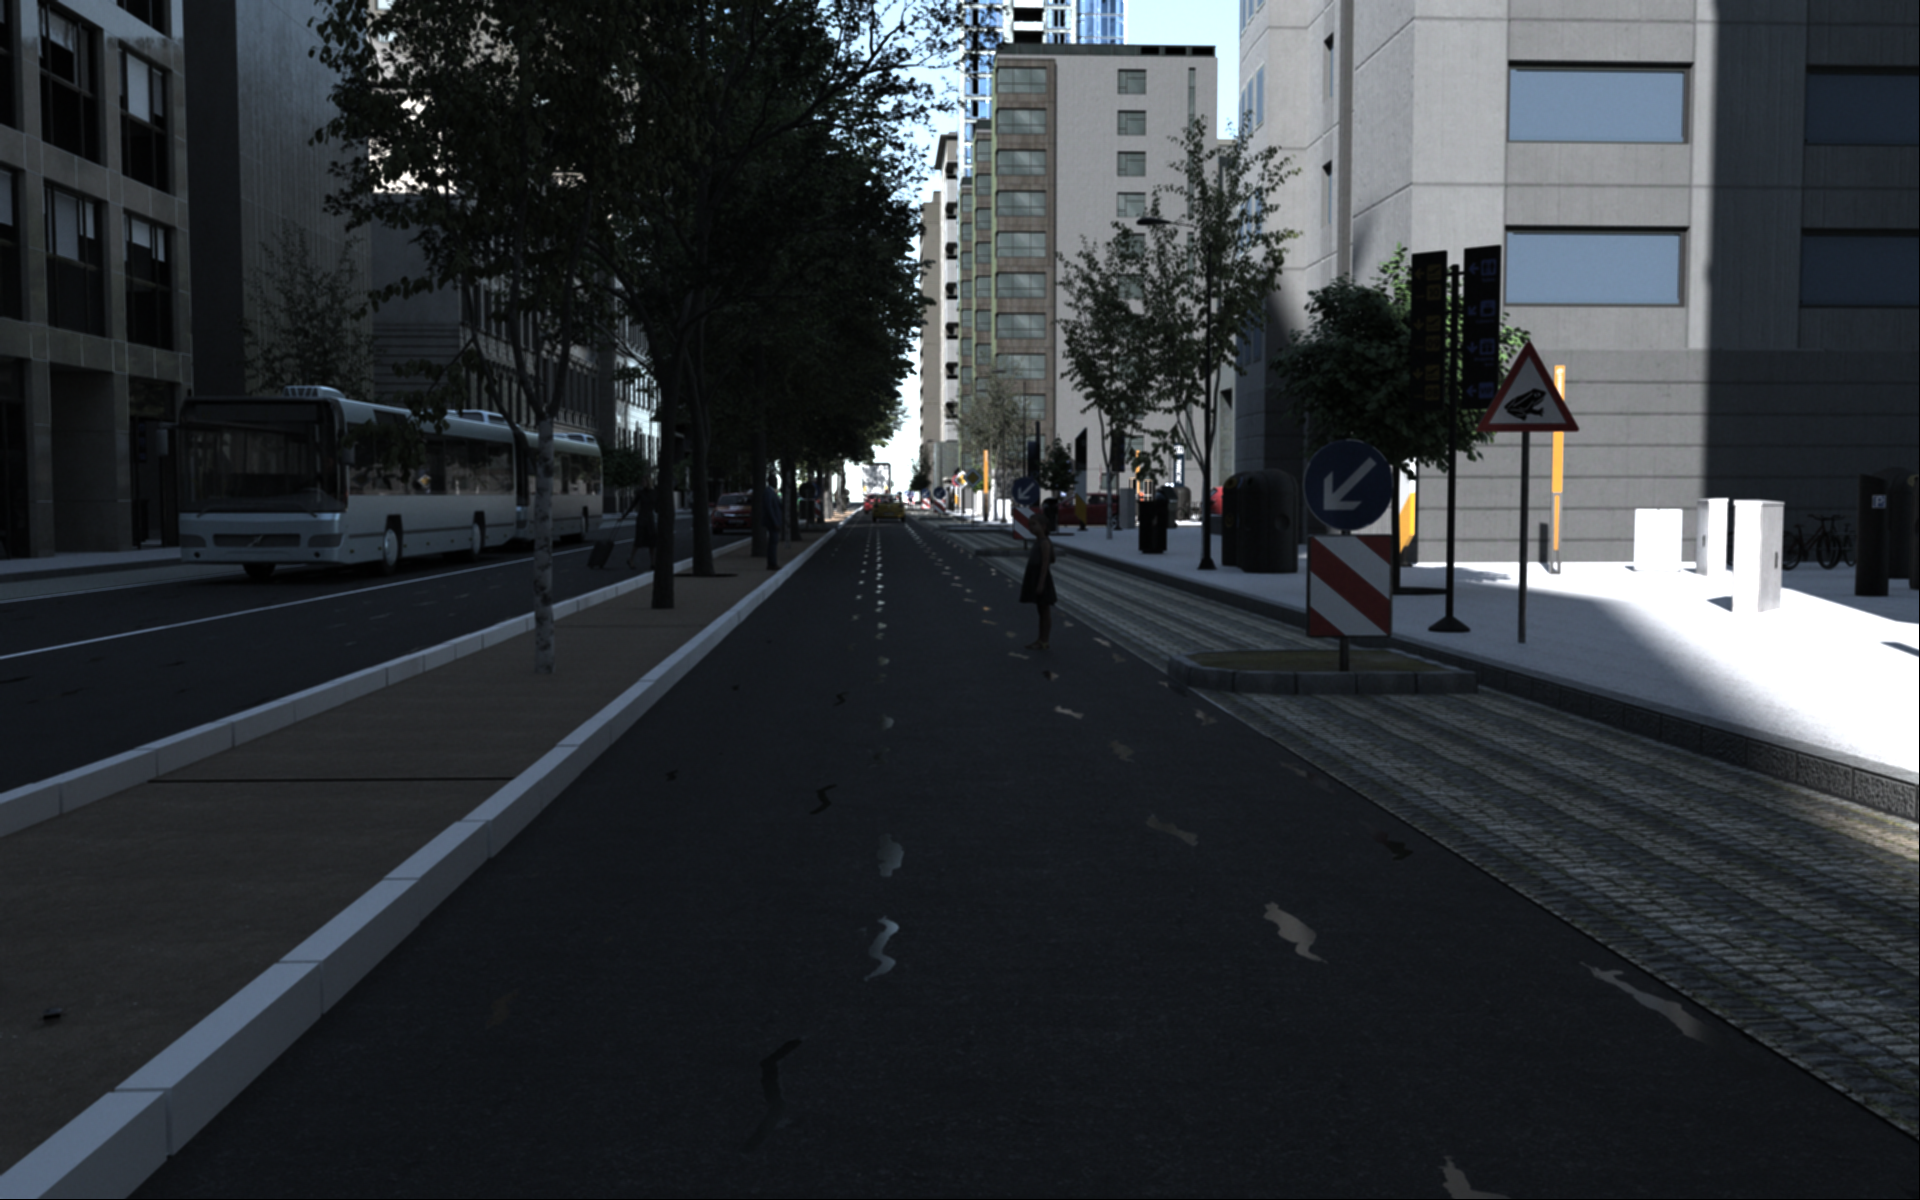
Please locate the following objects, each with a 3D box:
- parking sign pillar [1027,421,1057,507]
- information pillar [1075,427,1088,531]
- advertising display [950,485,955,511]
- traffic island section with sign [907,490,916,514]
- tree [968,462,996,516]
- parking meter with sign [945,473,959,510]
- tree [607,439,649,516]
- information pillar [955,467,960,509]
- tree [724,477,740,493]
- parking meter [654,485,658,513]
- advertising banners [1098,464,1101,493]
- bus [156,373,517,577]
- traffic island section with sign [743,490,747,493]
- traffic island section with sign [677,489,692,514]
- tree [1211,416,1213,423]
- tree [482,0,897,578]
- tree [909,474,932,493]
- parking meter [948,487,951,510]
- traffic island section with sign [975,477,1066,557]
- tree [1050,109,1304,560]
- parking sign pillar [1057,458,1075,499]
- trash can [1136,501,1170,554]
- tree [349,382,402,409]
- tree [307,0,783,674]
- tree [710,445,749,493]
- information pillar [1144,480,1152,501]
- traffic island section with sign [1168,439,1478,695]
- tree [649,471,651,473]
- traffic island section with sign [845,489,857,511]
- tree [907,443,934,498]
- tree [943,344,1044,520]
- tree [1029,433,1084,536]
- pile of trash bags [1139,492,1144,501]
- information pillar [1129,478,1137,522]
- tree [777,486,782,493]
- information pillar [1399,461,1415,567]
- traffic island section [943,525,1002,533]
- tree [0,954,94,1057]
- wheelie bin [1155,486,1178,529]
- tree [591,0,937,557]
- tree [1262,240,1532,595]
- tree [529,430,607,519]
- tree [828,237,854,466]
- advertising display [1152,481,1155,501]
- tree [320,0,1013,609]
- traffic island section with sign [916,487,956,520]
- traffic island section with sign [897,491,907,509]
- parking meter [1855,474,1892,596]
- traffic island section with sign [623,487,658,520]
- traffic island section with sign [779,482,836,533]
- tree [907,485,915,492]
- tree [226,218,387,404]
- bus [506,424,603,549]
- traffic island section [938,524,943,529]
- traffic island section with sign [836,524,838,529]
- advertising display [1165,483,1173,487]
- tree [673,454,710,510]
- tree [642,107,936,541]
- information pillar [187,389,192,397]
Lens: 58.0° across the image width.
[{"bbox_3d":[2.721,-4.581,63.365,1.447,3.967,1.447,0,4,1],"label":"parking sign pillar"},{"bbox_3d":[4.239,-4.234,60.574,0.504,3.616,0.183,-3,4,-38],"label":"information pillar"},{"bbox_3d":[-0.540,-7.516,128.093,0.123,1.923,0.974,-1,4,-15],"label":"advertising display"},{"bbox_3d":[-2.551,-6.930,121.930,1.989,1.847,2.006,0,4,-3],"label":"traffic island section with sign"},{"bbox_3d":[1.138,-6.416,99.508,1.663,3.219,1.824,0,3,0],"label":"tree"},{"bbox_3d":[-0.925,-8.915,142.017,1.738,3.016,0.543,0,4,-3],"label":"parking meter with sign"},{"bbox_3d":[-19.330,-6.523,90.364,4.285,4.588,4.351,0,3,0],"label":"tree"},{"bbox_3d":[-0.233,-9.519,146.984,0.504,3.616,0.183,-2,4,-33],"label":"information pillar"},{"bbox_3d":[-25.615,-12.463,198.368,1.663,3.219,1.824,0,3,0],"label":"tree"},{"bbox_3d":[-20.154,-6.682,114.962,0.255,1.863,0.399,0,4,-7],"label":"parking meter"},{"bbox_3d":[8.096,-6.389,100.645,0.090,3.025,2.074,0,4,1],"label":"advertising banners"},{"bbox_3d":[-11.198,-2.322,32.832,2.948,3.499,13.247,0,4,-2],"label":"bus"},{"bbox_3d":[-21.152,-9.954,171.380,1.989,1.847,2.006,0,4,-3],"label":"traffic island section with sign"},{"bbox_3d":[-18.785,-6.917,121.723,1.989,1.847,2.006,0,4,-3],"label":"traffic island section with sign"},{"bbox_3d":[17.001,-9.463,105.082,4.360,8.622,3.978,0,3,0],"label":"tree"},{"bbox_3d":[-4.556,-6.208,29.716,9.928,11.665,9.643,0,3,0],"label":"tree"},{"bbox_3d":[-5.683,-16.187,248.371,4.285,4.588,4.351,0,3,0],"label":"tree"},{"bbox_3d":[-0.703,-7.969,135.997,0.399,1.863,0.255,-2,4,-29],"label":"parking meter"},{"bbox_3d":[1.363,-1.933,40.236,1.989,1.847,2.006,0,4,-3],"label":"traffic island section with sign"},{"bbox_3d":[4.565,-5.073,33.298,4.737,8.622,4.395,0,3,0],"label":"tree"},{"bbox_3d":[5.789,-6.595,96.306,1.447,3.967,1.447,1,4,21],"label":"parking sign pillar"},{"bbox_3d":[4.171,-1.577,37.441,0.748,1.137,0.748,0,3,0],"label":"trash can"},{"bbox_3d":[-17.537,-4.095,50.670,4.285,4.588,4.351,0,3,0],"label":"tree"},{"bbox_3d":[-3.360,-3.728,13.770,4.737,8.622,4.395,0,3,0],"label":"tree"},{"bbox_3d":[-23.358,-13.860,176.975,4.360,8.622,3.978,0,3,0],"label":"tree"},{"bbox_3d":[9.912,-5.306,91.241,0.304,2.012,0.304,-3,4,-36],"label":"information pillar"},{"bbox_3d":[2.653,-0.282,13.234,1.989,1.847,2.006,0,4,-3],"label":"traffic island section with sign"},{"bbox_3d":[-20.003,-7.269,102.559,4.285,4.588,4.351,0,3,0],"label":"tree"},{"bbox_3d":[-9.709,-8.513,147.320,2.006,1.907,1.989,0,4,-3],"label":"traffic island section with sign"},{"bbox_3d":[-5.310,-17.824,241.780,4.737,8.622,4.395,0,3,0],"label":"tree"},{"bbox_3d":[1.472,-8.234,84.995,4.360,8.622,3.978,0,3,0],"label":"tree"},{"bbox_3d":[3.166,-3.635,54.040,1.663,3.219,1.824,0,3,0],"label":"tree"},{"bbox_3d":[8.823,-5.252,95.622,3.447,1.369,1.912,3,5,44],"label":"pile of trash bags"},{"bbox_3d":[7.928,-4.579,79.356,0.304,2.012,0.304,-1,4,-19],"label":"information pillar"},{"bbox_3d":[-30.091,-18.394,295.342,1.663,3.219,1.824,0,3,0],"label":"tree"},{"bbox_3d":[7.869,-2.393,30.480,0.183,3.616,0.504,-1,4,-10],"label":"information pillar"},{"bbox_3d":[0.506,-2.608,64.929,2.009,0.180,2.903,0,4,-3],"label":"traffic island section"},{"bbox_3d":[-3.044,-5.598,4.352,12.009,13.543,11.850,0,3,0],"label":"tree"},{"bbox_3d":[7.666,-3.466,64.585,0.693,1.594,0.980,3,5,44],"label":"wheelie bin"},{"bbox_3d":[-4.409,-7.212,38.495,7.486,12.596,7.792,0,3,0],"label":"tree"},{"bbox_3d":[5.700,-2.382,22.666,4.285,4.588,4.351,0,3,0],"label":"tree"},{"bbox_3d":[-19.101,-5.850,79.363,4.285,4.588,4.351,0,3,0],"label":"tree"},{"bbox_3d":[-4.526,-5.634,44.932,4.737,8.622,4.395,0,3,0],"label":"tree"},{"bbox_3d":[9.911,-5.110,88.755,0.123,1.923,0.974,0,4,8],"label":"advertising display"},{"bbox_3d":[-3.712,-5.141,20.931,8.767,10.594,7.601,0,4,-3],"label":"tree"},{"bbox_3d":[-1.253,-5.283,95.006,1.989,1.847,2.006,0,4,-3],"label":"traffic island section with sign"},{"bbox_3d":[-4.953,-9.990,171.970,1.989,1.847,2.006,0,4,-3],"label":"traffic island section with sign"},{"bbox_3d":[11.515,-0.821,21.833,0.372,1.533,0.369,0,3,0],"label":"parking meter"},{"bbox_3d":[-17.490,-5.270,94.799,1.989,1.847,2.006,0,4,-3],"label":"traffic island section with sign"},{"bbox_3d":[-5.760,-3.470,64.869,2.006,1.907,1.989,0,4,-3],"label":"traffic island section with sign"},{"bbox_3d":[-8.328,-18.678,299.990,1.663,3.219,1.824,0,3,0],"label":"tree"},{"bbox_3d":[-17.188,-5.862,46.211,4.360,8.622,3.978,0,3,0],"label":"tree"},{"bbox_3d":[-12.051,-3.211,47.354,2.948,3.499,13.247,0,4,-3],"label":"bus"},{"bbox_3d":[0.124,-3.096,72.905,2.009,0.180,2.903,0,4,-3],"label":"traffic island section"},{"bbox_3d":[-6.104,-3.922,72.268,2.006,1.907,1.989,0,4,-3],"label":"traffic island section with sign"},{"bbox_3d":[12.003,-5.637,97.385,0.974,1.923,0.123,1,4,18],"label":"advertising display"},{"bbox_3d":[-22.046,-9.637,141.278,4.285,4.588,4.351,0,3,0],"label":"tree"},{"bbox_3d":[-5.143,-8.756,52.265,9.857,13.997,8.962,0,3,0],"label":"tree"},{"bbox_3d":[-17.186,-2.897,38.724,0.183,3.616,0.504,-2,4,-26],"label":"information pillar"}]
